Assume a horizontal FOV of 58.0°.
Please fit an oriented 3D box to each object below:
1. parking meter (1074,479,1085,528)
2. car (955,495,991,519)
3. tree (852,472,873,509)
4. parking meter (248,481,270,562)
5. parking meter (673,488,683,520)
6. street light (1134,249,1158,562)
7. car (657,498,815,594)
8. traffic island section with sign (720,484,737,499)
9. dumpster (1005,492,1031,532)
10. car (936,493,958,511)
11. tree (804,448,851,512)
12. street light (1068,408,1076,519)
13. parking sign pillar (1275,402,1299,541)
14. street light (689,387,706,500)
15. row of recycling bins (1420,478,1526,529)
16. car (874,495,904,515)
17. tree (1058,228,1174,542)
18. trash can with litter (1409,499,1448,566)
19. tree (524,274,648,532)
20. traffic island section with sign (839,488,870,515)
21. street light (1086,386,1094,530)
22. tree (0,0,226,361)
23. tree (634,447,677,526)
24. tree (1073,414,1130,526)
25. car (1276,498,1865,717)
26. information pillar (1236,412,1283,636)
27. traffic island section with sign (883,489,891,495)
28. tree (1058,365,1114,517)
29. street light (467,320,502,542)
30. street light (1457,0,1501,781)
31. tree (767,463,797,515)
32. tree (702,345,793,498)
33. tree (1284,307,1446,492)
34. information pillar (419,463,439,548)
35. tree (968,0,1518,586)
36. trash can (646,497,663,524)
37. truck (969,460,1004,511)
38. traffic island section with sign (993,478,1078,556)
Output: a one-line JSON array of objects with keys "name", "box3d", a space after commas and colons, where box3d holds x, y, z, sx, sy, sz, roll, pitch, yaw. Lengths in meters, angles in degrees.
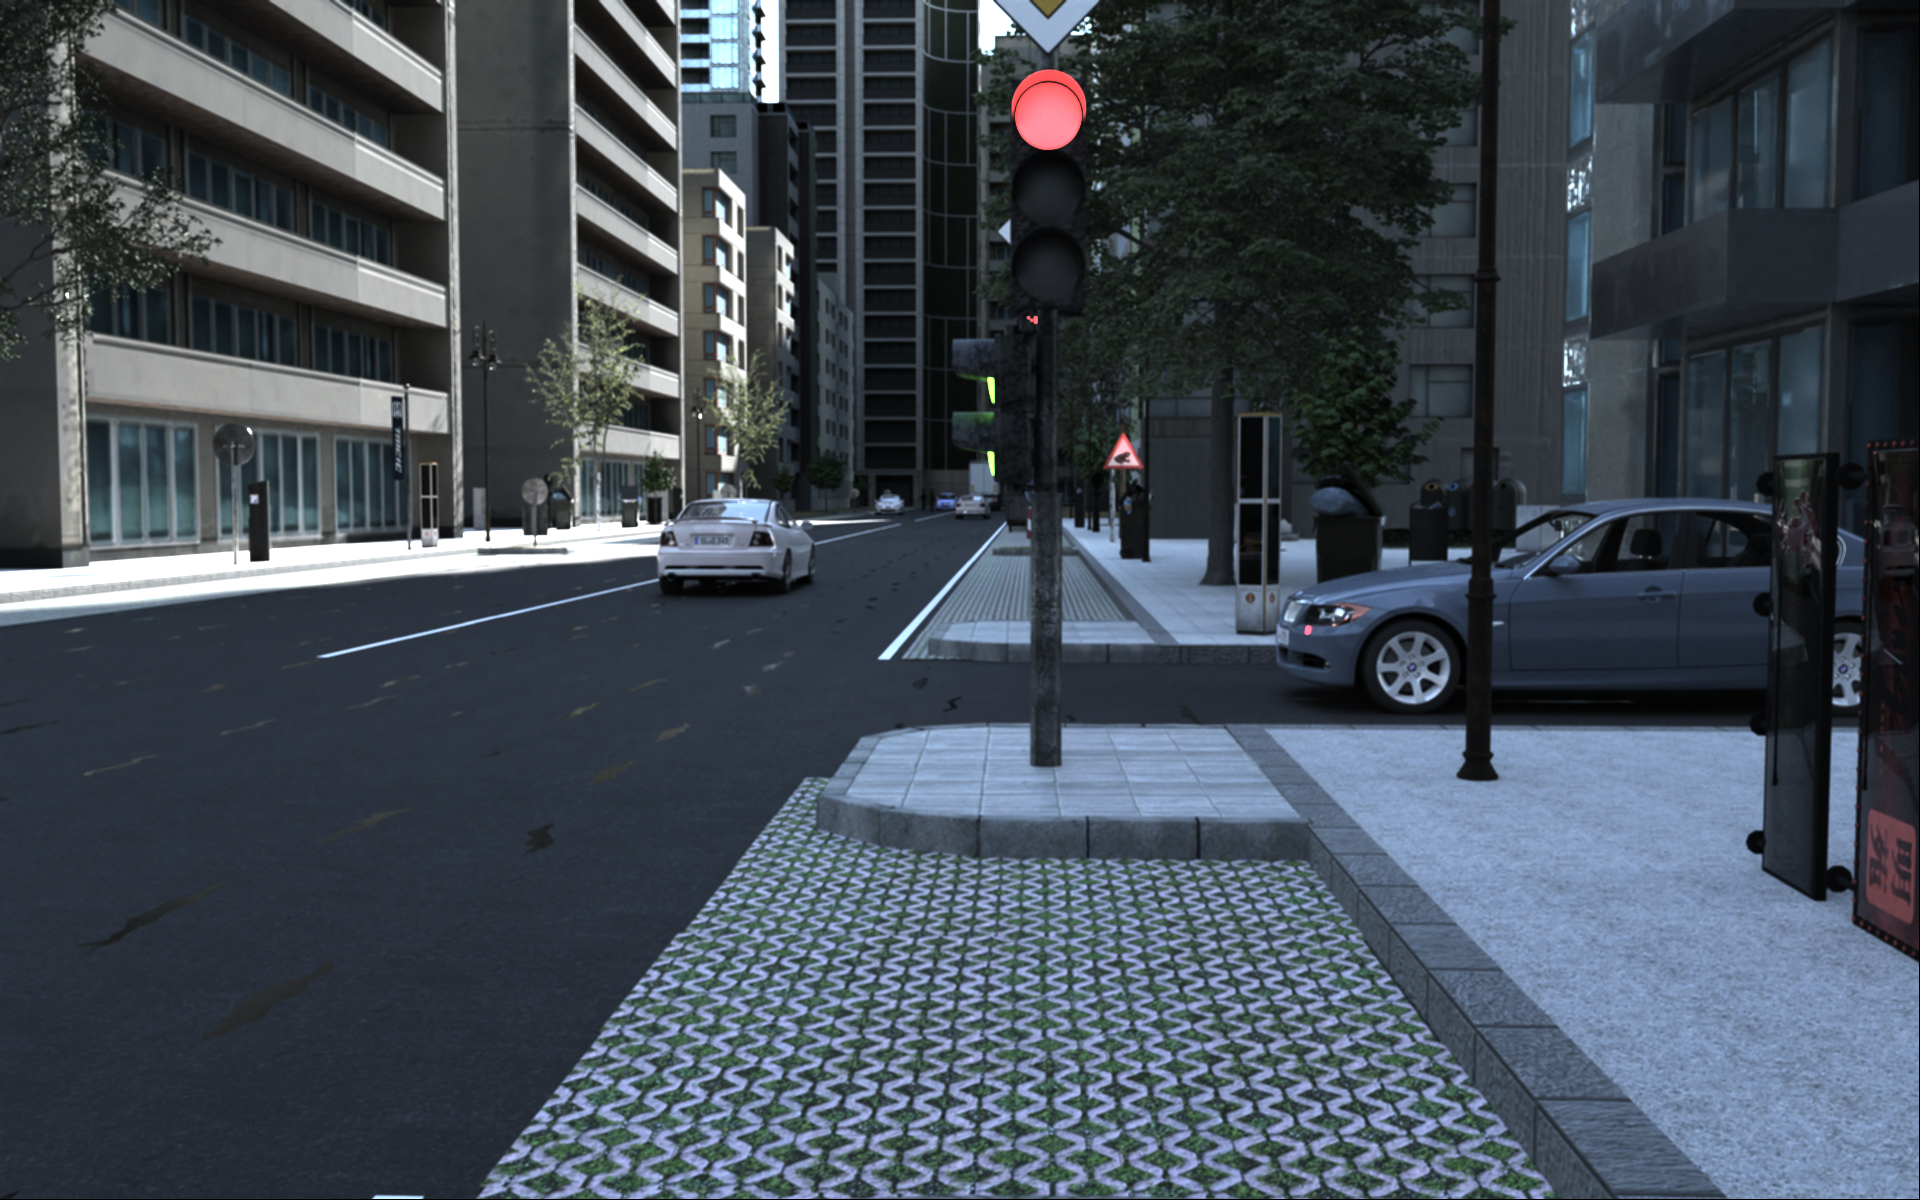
[{"name": "parking meter", "box3d": [4.583, -3.719, 66.509, 0.399, 1.863, 0.255, 1, 4, 14]}, {"name": "car", "box3d": [0.744, -5.370, 100.168, 2.083, 1.381, 4.827, 0, 4, 4]}, {"name": "tree", "box3d": [-8.554, -9.422, 148.649, 1.663, 3.219, 1.824, 0, 3, 0]}, {"name": "parking meter", "box3d": [-13.313, -1.497, 32.892, 0.372, 1.533, 0.369, 0, 3, 0]}, {"name": "parking meter", "box3d": [-11.217, -3.696, 68.839, 0.372, 1.533, 0.369, 0, 3, 0]}, {"name": "street light", "box3d": [3.531, -3.662, 32.658, 0.468, 5.910, 1.993, 0, 4, 2]}, {"name": "car", "box3d": [-3.334, -0.854, 26.325, 2.083, 1.381, 4.827, 0, 4, 2]}, {"name": "traffic island section with sign", "box3d": [-9.233, -3.686, 68.888, 1.989, 1.847, 2.006, 0, 4, 2]}, {"name": "dumpster", "box3d": [2.599, -3.462, 64.824, 1.865, 1.857, 1.264, 0, 4, 3]}, {"name": "car", "box3d": [-1.127, -8.716, 152.094, 1.945, 1.707, 3.694, 0, 4, 4]}, {"name": "tree", "box3d": [-9.472, -8.560, 123.670, 4.285, 4.588, 4.351, 0, 3, 0]}, {"name": "street light", "box3d": [5.827, -7.213, 90.721, 0.468, 5.910, 1.993, 0, 4, 2]}, {"name": "parking sign pillar", "box3d": [8.587, -3.612, 47.535, 1.447, 3.967, 1.447, 3, 5, 44]}, {"name": "street light", "box3d": [-11.312, -6.248, 74.945, 0.468, 5.910, 1.993, 0, 4, 2]}, {"name": "row of recycling bins", "box3d": [13.453, -2.346, 45.472, 1.069, 1.692, 3.534, -2, 4, -27]}, {"name": "car", "box3d": [-4.900, -6.634, 120.833, 2.083, 1.381, 4.827, 0, 4, 1]}, {"name": "tree", "box3d": [3.890, -5.848, 45.978, 4.360, 8.622, 3.978, 0, 3, 0]}, {"name": "trash can with litter", "box3d": [6.972, -0.806, 24.238, 2.233, 1.210, 1.678, 0, 4, 8]}, {"name": "tree", "box3d": [-12.293, -6.596, 58.207, 4.360, 8.622, 3.978, 0, 3, 0]}, {"name": "traffic island section with sign", "box3d": [-7.173, -6.712, 118.363, 1.989, 1.847, 2.006, 0, 4, 2]}, {"name": "street light", "box3d": [4.638, -5.446, 61.836, 0.468, 5.910, 1.993, 0, 4, 2]}, {"name": "tree", "box3d": [-14.479, -5.507, 24.455, 8.767, 10.594, 7.601, 1, 4, 16]}, {"name": "tree", "box3d": [-12.552, -4.659, 70.771, 1.663, 3.219, 1.824, 0, 3, 0]}, {"name": "tree", "box3d": [6.122, -5.341, 71.031, 4.285, 4.588, 4.351, 0, 3, 0]}, {"name": "car", "box3d": [4.464, 0.001, 11.983, 4.499, 1.417, 2.014, 0, 4, 2]}, {"name": "information pillar", "box3d": [2.729, -0.693, 15.818, 0.304, 2.012, 0.304, 3, 4, 38]}, {"name": "traffic island section with sign", "box3d": [-6.062, -8.363, 145.368, 1.989, 1.847, 2.006, 0, 4, 2]}, {"name": "tree", "box3d": [6.569, -8.982, 97.216, 4.737, 8.622, 4.395, 0, 3, 0]}, {"name": "street light", "box3d": [-12.603, -4.483, 46.078, 0.468, 5.910, 1.993, 0, 4, 2]}, {"name": "street light", "box3d": [2.339, -2.132, 7.649, 0.468, 5.910, 1.993, 0, 4, 2]}, {"name": "tree", "box3d": [-10.675, -6.806, 105.873, 1.663, 3.219, 1.824, 0, 3, 0]}, {"name": "tree", "box3d": [-10.705, -8.323, 86.449, 4.360, 8.622, 3.978, 0, 3, 0]}, {"name": "tree", "box3d": [4.222, -1.433, 18.037, 1.663, 3.219, 1.824, 0, 3, 0]}, {"name": "information pillar", "box3d": [-12.675, -2.255, 41.355, 0.304, 2.012, 0.304, 1, 4, 12]}, {"name": "tree", "box3d": [3.767, -6.508, 24.539, 7.486, 12.596, 7.792, 0, 3, 0]}, {"name": "trash can", "box3d": [-13.212, -3.872, 74.954, 0.748, 1.137, 0.748, 0, 3, 0]}, {"name": "truck", "box3d": [2.264, -9.815, 149.389, 2.839, 4.237, 11.283, 0, 4, 3]}, {"name": "traffic island section with sign", "box3d": [1.772, -1.965, 40.762, 1.989, 1.847, 2.006, 0, 4, 2]}]
